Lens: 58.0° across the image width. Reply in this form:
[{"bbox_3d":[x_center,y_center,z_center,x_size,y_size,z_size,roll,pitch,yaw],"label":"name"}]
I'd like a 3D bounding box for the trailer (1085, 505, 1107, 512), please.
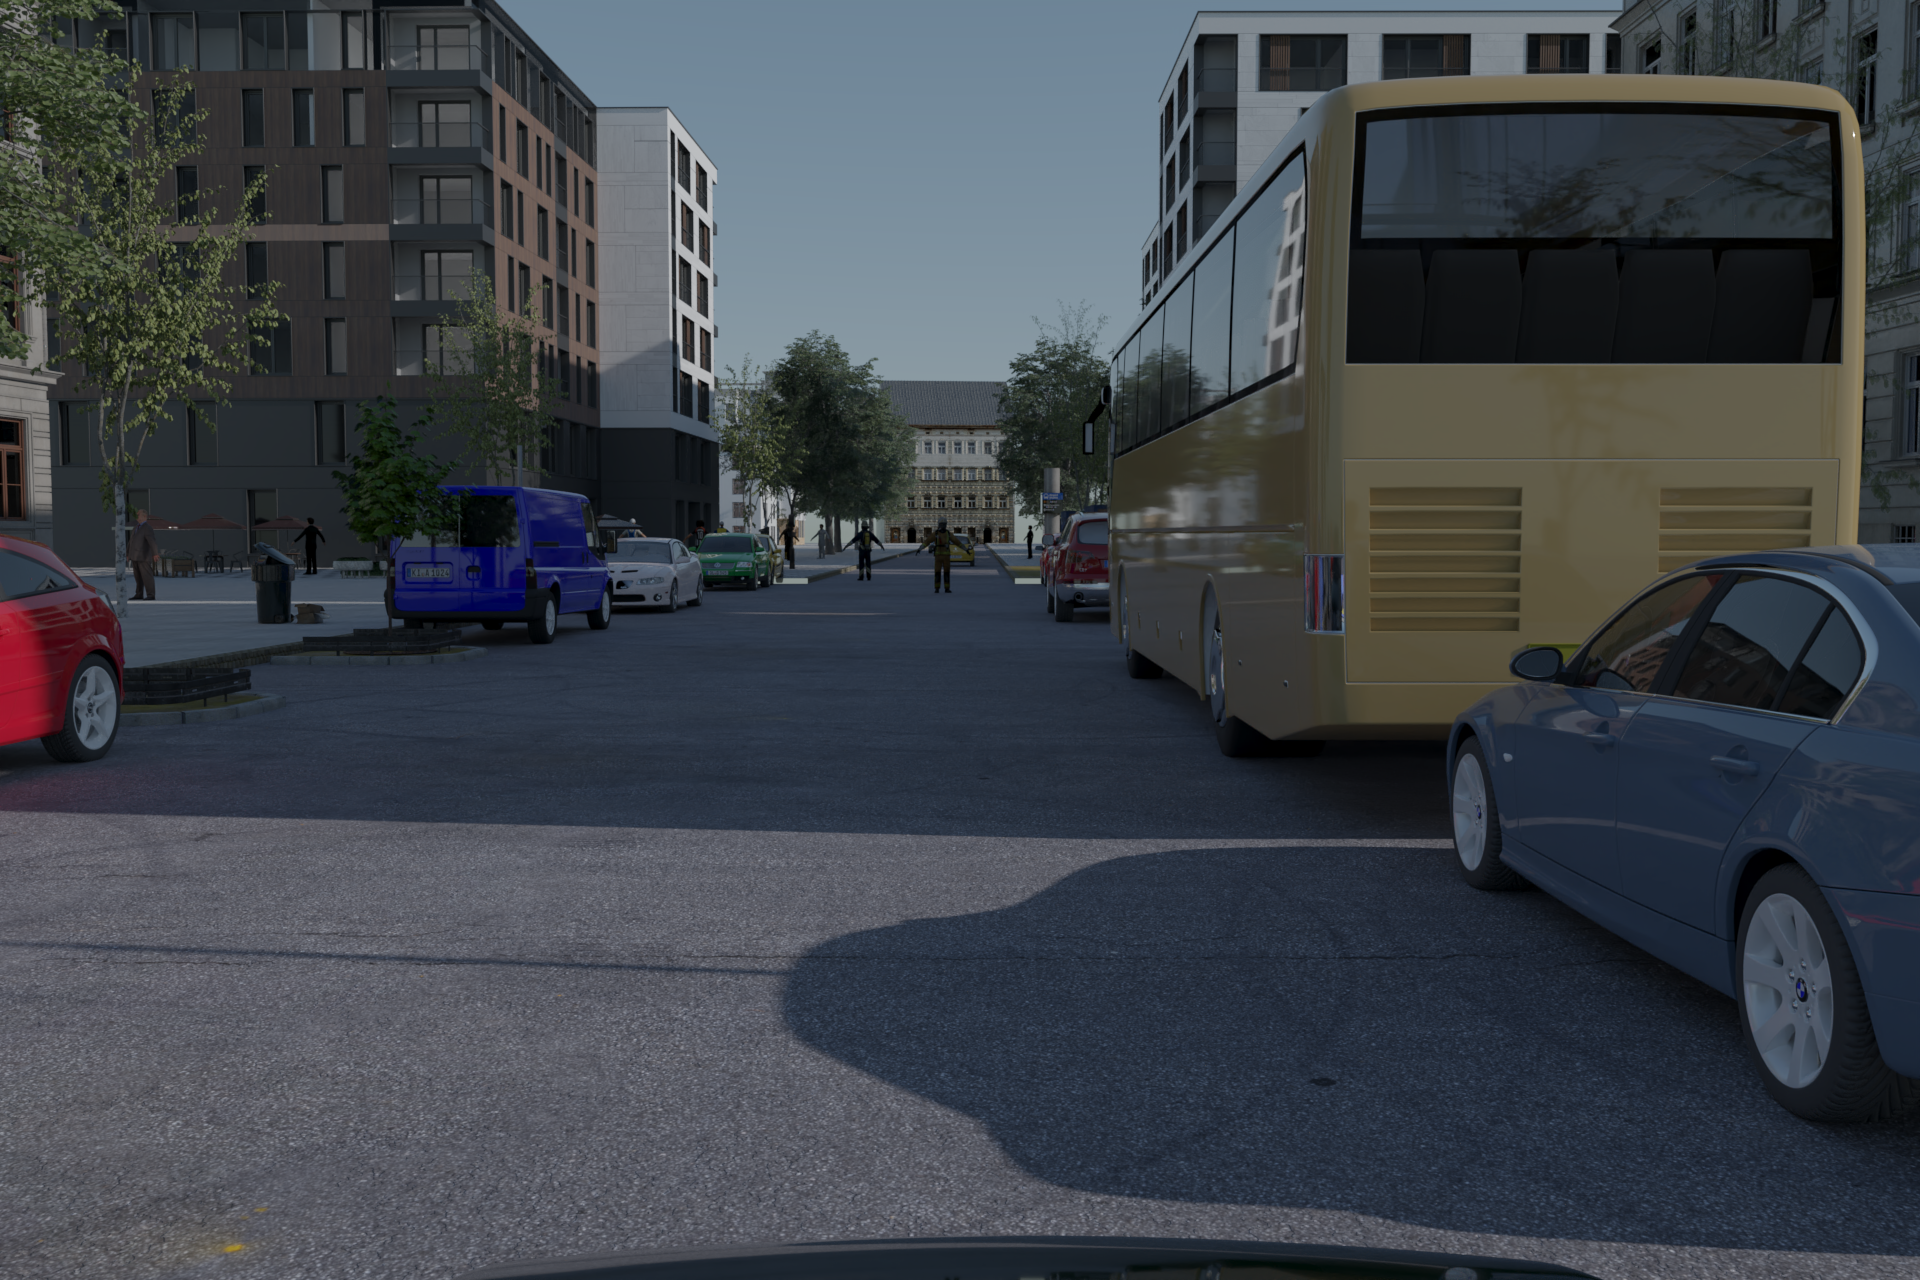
[{"bbox_3d":[3.082,-1.744,35.562,1.471,1.999,3.904,0,4,0],"label":"trailer"}]

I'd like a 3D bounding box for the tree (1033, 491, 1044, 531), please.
[{"bbox_3d":[7.320,-11.592,139.898,4.737,8.622,4.395,0,3,0],"label":"tree"}]

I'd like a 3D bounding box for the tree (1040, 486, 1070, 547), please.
[{"bbox_3d":[7.142,-12.369,152.601,4.360,8.622,3.978,0,3,0],"label":"tree"}]

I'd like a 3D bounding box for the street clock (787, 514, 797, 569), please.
[{"bbox_3d":[-6.178,-3.617,63.705,0.358,2.002,0.471,0,4,1],"label":"street clock"}]

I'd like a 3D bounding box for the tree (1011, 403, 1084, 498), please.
[{"bbox_3d":[7.067,-12.583,131.488,9.928,11.665,9.643,0,3,0],"label":"tree"}]

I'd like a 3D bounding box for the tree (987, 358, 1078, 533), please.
[{"bbox_3d":[6.975,-12.858,120.591,12.009,13.543,11.850,0,3,0],"label":"tree"}]

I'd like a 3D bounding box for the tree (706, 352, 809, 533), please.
[{"bbox_3d":[-8.469,-7.398,71.320,4.737,8.622,4.395,0,3,0],"label":"tree"}]

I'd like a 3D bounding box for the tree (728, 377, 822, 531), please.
[{"bbox_3d":[-9.321,-8.023,81.537,4.360,8.622,3.978,0,3,0],"label":"tree"}]

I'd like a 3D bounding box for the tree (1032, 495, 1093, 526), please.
[{"bbox_3d":[14.137,-20.707,245.206,9.857,13.997,8.962,0,3,0],"label":"tree"}]

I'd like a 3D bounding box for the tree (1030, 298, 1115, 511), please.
[{"bbox_3d":[3.846,-6.366,54.452,4.360,8.622,3.978,0,3,0],"label":"tree"}]

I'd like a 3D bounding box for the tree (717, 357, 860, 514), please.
[{"bbox_3d":[-9.156,-9.656,92.286,8.767,10.594,7.601,1,4,10],"label":"tree"}]

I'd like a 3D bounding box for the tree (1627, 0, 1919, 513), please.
[{"bbox_3d":[9.508,-4.289,20.489,4.360,8.622,3.978,0,3,0],"label":"tree"}]

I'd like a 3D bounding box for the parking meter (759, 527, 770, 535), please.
[{"bbox_3d":[-6.606,-3.061,58.452,0.372,1.533,0.369,0,3,0],"label":"parking meter"}]

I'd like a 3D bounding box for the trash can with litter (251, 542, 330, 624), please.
[{"bbox_3d":[-9.621,-0.828,24.919,1.055,1.170,0.624,0,4,0],"label":"trash can with litter"}]

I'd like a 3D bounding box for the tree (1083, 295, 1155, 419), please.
[{"bbox_3d":[8.627,-7.817,62.223,8.767,10.594,7.601,0,4,3],"label":"tree"}]

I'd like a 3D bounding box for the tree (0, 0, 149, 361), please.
[{"bbox_3d":[-12.333,-6.069,17.363,7.486,12.596,7.792,0,3,0],"label":"tree"}]

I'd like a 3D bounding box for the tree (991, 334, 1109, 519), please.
[{"bbox_3d":[6.548,-12.385,109.149,9.857,13.997,8.962,0,3,0],"label":"tree"}]

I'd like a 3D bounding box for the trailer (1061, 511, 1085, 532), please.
[{"bbox_3d":[3.072,-2.258,43.960,1.471,1.999,3.904,0,4,1],"label":"trailer"}]

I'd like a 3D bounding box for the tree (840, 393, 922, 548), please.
[{"bbox_3d":[-8.172,-15.289,156.625,9.857,13.997,8.962,0,3,0],"label":"tree"}]

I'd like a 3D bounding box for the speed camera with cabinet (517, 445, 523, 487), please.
[{"bbox_3d":[-10.013,-2.757,39.421,0.660,3.252,2.038,0,4,0],"label":"speed camera with cabinet"}]

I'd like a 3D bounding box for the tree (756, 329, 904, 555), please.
[{"bbox_3d":[-8.096,-12.263,107.162,9.857,13.997,8.962,0,3,0],"label":"tree"}]

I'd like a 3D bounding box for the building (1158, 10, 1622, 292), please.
[{"bbox_3d":[23.300,-14.698,84.286,27.936,21.610,32.646,0,4,0],"label":"building"}]

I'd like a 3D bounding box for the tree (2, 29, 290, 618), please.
[{"bbox_3d":[-12.683,-4.655,26.464,4.737,8.622,4.395,0,3,0],"label":"tree"}]

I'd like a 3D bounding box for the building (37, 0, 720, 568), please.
[{"bbox_3d":[-27.912,-14.521,81.391,27.936,21.610,32.646,0,4,2],"label":"building"}]

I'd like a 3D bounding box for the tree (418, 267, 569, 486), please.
[{"bbox_3d":[-12.602,-5.943,47.534,4.737,8.622,4.395,0,3,0],"label":"tree"}]

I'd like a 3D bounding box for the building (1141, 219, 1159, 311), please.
[{"bbox_3d":[26.942,-17.284,126.566,27.936,21.610,32.646,0,4,1],"label":"building"}]

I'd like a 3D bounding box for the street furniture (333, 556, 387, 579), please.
[{"bbox_3d":[-13.739,-2.230,52.091,10.072,0.657,5.734,0,4,-2],"label":"street furniture"}]

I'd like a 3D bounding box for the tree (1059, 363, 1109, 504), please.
[{"bbox_3d":[6.360,-7.663,75.657,4.737,8.622,4.395,0,3,0],"label":"tree"}]

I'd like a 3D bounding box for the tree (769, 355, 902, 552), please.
[{"bbox_3d":[-8.496,-13.102,120.876,9.857,13.997,8.962,0,3,0],"label":"tree"}]

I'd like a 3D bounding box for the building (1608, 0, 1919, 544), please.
[{"bbox_3d":[28.118,-12.802,41.334,16.112,23.069,30.059,0,4,1],"label":"building"}]

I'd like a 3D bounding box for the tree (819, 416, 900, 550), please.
[{"bbox_3d":[-8.450,-13.477,138.482,7.486,12.596,7.792,0,3,0],"label":"tree"}]
